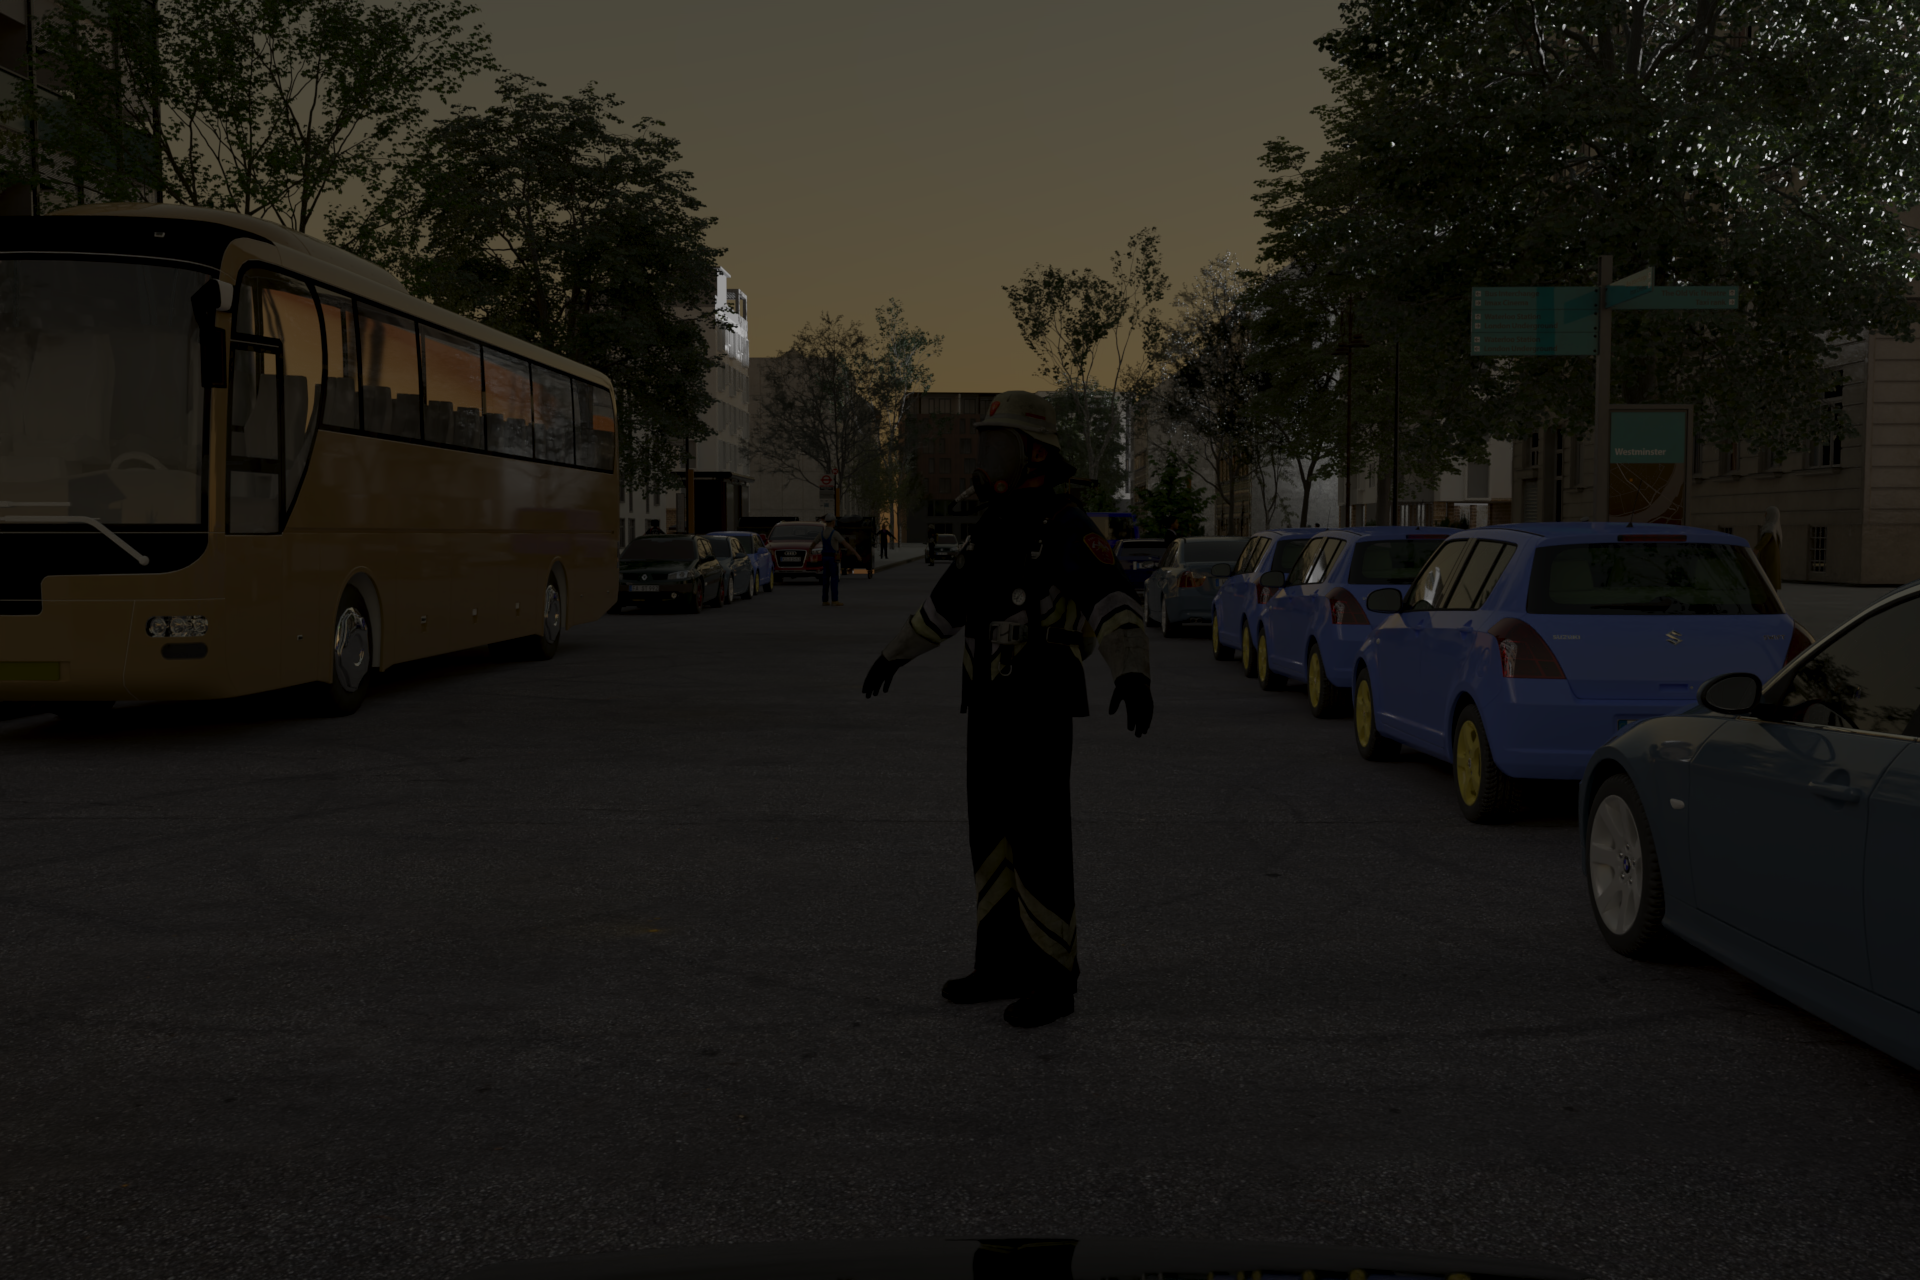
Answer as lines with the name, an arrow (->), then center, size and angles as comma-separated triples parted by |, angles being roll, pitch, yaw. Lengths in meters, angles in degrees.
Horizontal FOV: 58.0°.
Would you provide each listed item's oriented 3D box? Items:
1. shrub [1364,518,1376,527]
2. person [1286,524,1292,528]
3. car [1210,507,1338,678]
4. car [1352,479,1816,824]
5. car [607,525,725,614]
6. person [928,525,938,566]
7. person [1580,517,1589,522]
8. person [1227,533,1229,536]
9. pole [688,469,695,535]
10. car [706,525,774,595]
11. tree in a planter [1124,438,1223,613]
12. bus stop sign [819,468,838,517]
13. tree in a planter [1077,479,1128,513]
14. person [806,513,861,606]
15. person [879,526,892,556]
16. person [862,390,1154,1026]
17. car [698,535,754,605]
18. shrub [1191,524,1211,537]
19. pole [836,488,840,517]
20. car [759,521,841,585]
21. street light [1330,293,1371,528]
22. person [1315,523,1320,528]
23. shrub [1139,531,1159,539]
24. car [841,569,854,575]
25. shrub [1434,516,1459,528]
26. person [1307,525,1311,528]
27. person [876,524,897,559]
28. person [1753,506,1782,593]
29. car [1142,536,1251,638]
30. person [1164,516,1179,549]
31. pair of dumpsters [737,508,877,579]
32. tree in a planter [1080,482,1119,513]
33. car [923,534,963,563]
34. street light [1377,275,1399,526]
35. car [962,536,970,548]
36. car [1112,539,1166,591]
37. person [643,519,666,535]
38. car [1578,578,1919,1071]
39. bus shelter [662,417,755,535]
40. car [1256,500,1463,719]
shrub -> 19.537, -4.741, 81.933 | 1.690, 2.028, 1.600 | 0, 3, 0
person -> 18.522, -5.614, 97.560 | 0.705, 1.858, 1.354 | 3, 5, 40
car -> 3.700, -0.547, 18.536 | 1.945, 1.707, 3.694 | 0, 4, 1
car -> 3.366, -0.016, 9.858 | 1.945, 1.707, 3.694 | 0, 4, 1
car -> -5.502, -1.384, 32.412 | 2.009, 1.686, 4.222 | 0, 4, 1
person -> -1.296, -4.227, 77.355 | 0.705, 1.856, 1.354 | 0, 4, -1
person -> 17.666, -2.595, 48.885 | 1.216, 1.778, 0.721 | 3, 5, 43
person -> 14.385, -5.271, 92.314 | 0.704, 1.812, 1.346 | -1, 4, -11
pole -> -8.430, -3.702, 54.375 | 0.158, 3.312, 0.155 | 0, 3, 0
car -> -5.515, -1.955, 41.559 | 1.945, 1.707, 3.694 | 0, 4, 2
tree in a planter -> 3.952, -2.145, 32.294 | 1.991, 3.239, 1.994 | 0, 4, 1
bus stop sign -> -5.283, -4.994, 70.353 | 0.855, 3.939, 0.416 | 0, 4, 2
tree in a planter -> 4.550, -3.590, 55.913 | 1.991, 3.239, 1.994 | 0, 4, 1
person -> -2.570, -1.608, 34.605 | 1.347, 1.847, 0.705 | 2, 4, 33
person -> -4.492, -5.811, 100.984 | 1.349, 1.833, 0.705 | 2, 4, 29
person -> 0.159, 0.187, 5.185 | 0.705, 1.856, 1.354 | -2, 4, -35
car -> -5.467, -1.516, 36.781 | 2.014, 1.417, 4.499 | 0, 4, 2
shrub -> 8.580, -3.740, 65.184 | 1.661, 2.075, 1.752 | 0, 3, 0
pole -> -5.423, -5.085, 76.988 | 0.158, 3.312, 0.155 | 0, 3, 0
car -> -4.617, -2.542, 50.243 | 2.281, 1.827, 5.304 | 0, 4, 1
street light -> 7.494, -3.706, 33.389 | 0.468, 5.910, 1.993 | 0, 4, 1
person -> 17.029, -4.680, 82.709 | 0.705, 1.806, 1.347 | 3, 4, 37
shrub -> 7.942, -3.974, 69.017 | 1.661, 2.075, 1.752 | 0, 3, 0
car -> -4.748, -3.151, 61.747 | 2.015, 1.641, 3.980 | 0, 4, 1
shrub -> 19.365, -3.942, 68.868 | 1.690, 2.028, 1.600 | 0, 3, 0
person -> 19.979, -5.700, 99.326 | 0.704, 1.817, 1.347 | -1, 4, -17
person -> -3.912, -5.085, 89.364 | 1.346, 1.802, 0.704 | -1, 4, -15
person -> 13.286, -1.334, 28.591 | 0.721, 1.736, 1.217 | 3, 4, 38
car -> 3.696, -0.806, 25.183 | 2.014, 1.417, 4.499 | 0, 4, 1
person -> 3.663, -1.230, 29.281 | 0.721, 1.740, 1.216 | 0, 4, 2
pair of dumpsters -> -4.903, -3.093, 55.514 | 4.436, 2.255, 1.574 | 0, 4, 2
tree in a planter -> 4.608, -3.811, 59.525 | 1.991, 3.239, 1.994 | 0, 4, 1
car -> -0.836, -4.664, 86.049 | 2.009, 1.686, 4.222 | 0, 4, 1
street light -> 8.202, -3.538, 30.393 | 1.470, 5.913, 1.316 | 0, 4, 1
car -> 1.062, -4.988, 93.911 | 2.083, 1.381, 4.827 | 0, 4, 1
car -> 4.005, -1.561, 38.101 | 1.945, 1.354, 3.894 | 0, 4, 1
person -> -11.130, -3.490, 63.207 | 1.345, 1.843, 0.704 | -1, 4, -13
car -> 3.084, 0.466, 4.389 | 2.014, 1.417, 4.499 | 0, 3, 0
bus shelter -> -8.656, -4.992, 59.247 | 2.179, 5.291, 8.768 | 0, 4, 1
car -> 3.585, -0.315, 14.739 | 1.945, 1.707, 3.694 | 0, 3, 0
